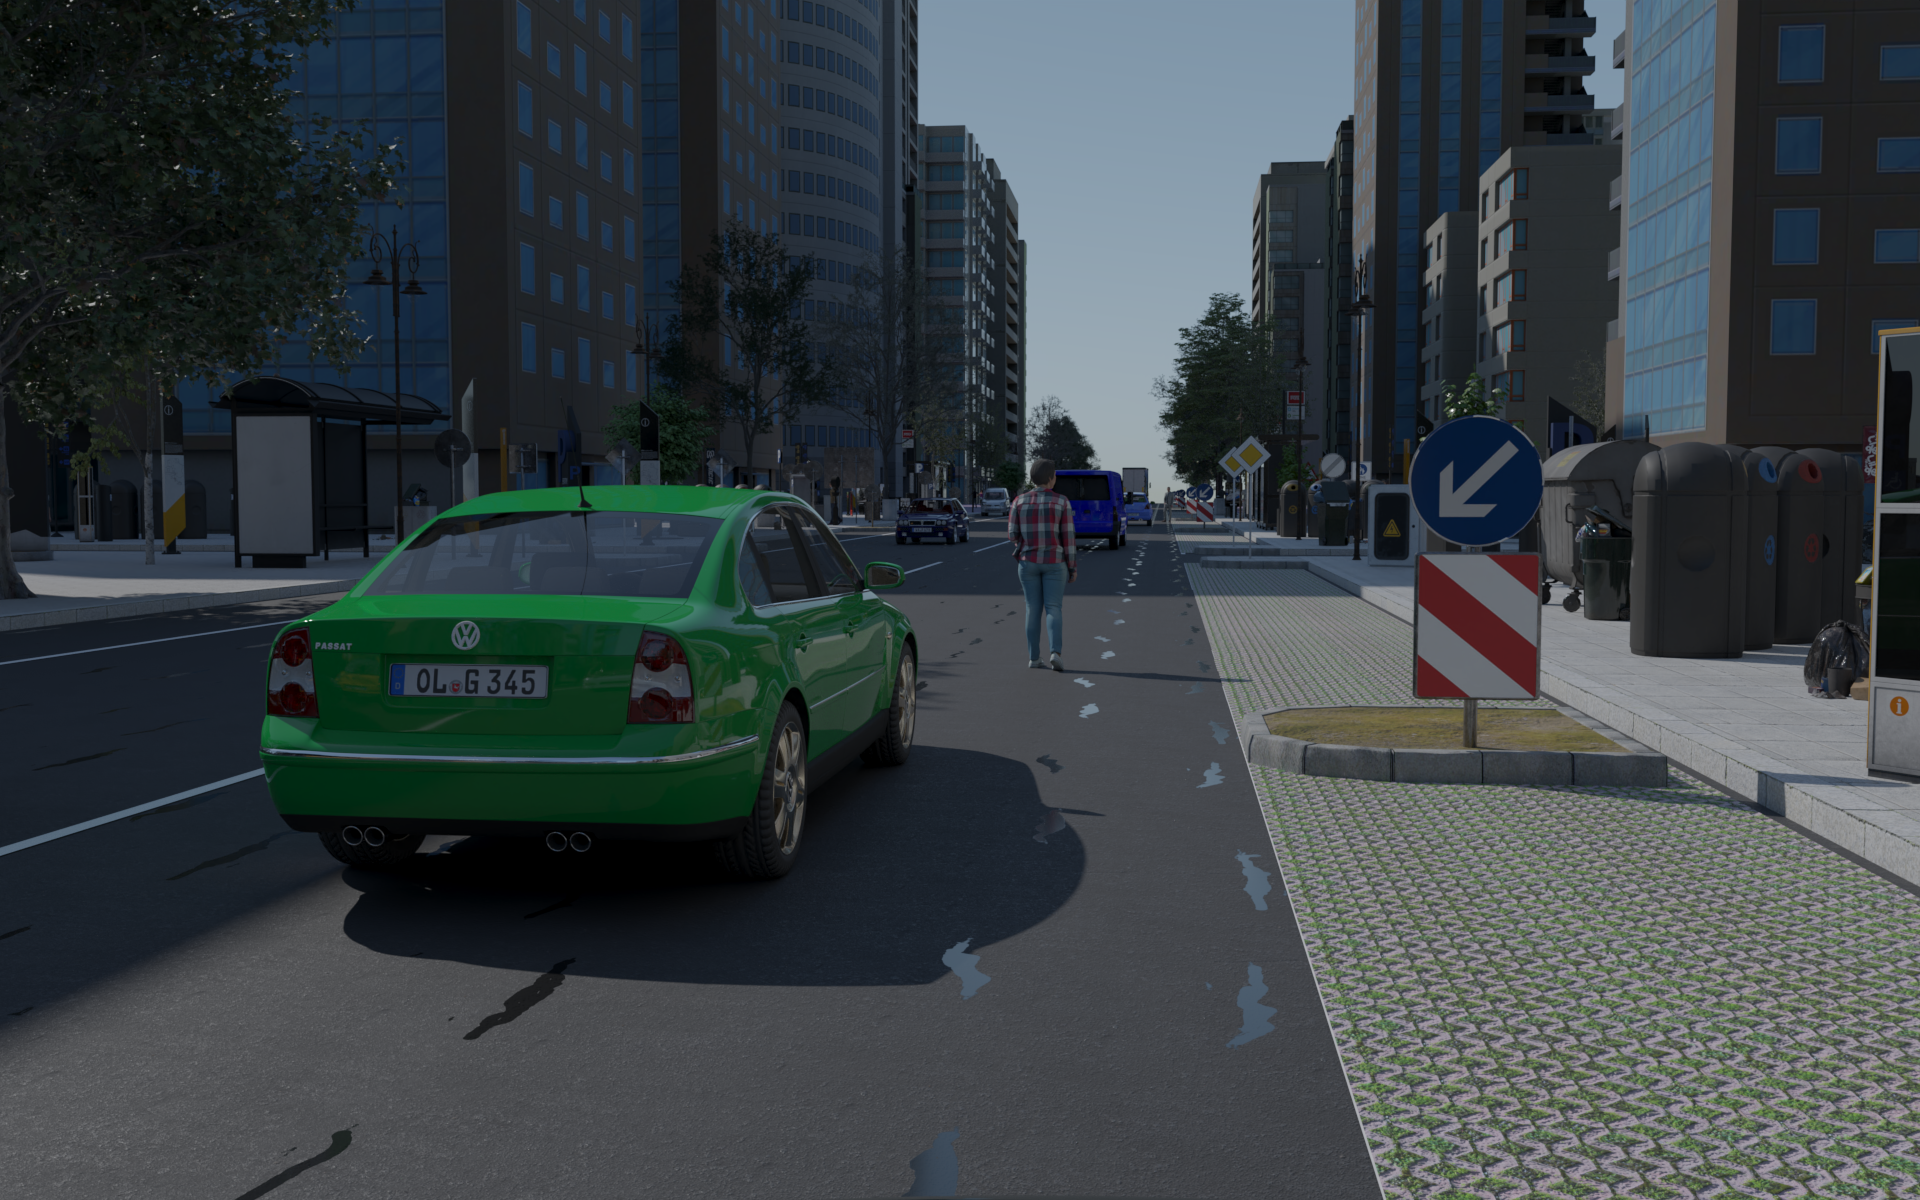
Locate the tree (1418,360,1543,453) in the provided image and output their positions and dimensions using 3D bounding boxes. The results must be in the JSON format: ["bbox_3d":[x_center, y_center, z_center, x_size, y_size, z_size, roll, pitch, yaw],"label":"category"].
[{"bbox_3d":[7.329,-1.866,25.103,1.663,3.219,1.824,0,3,0],"label":"tree"}]

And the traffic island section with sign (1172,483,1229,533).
[{"bbox_3d":[9.010,-3.427,64.665,1.989,1.847,2.006,0,4,7],"label":"traffic island section with sign"}]

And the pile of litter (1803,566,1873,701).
[{"bbox_3d":[6.233,0.172,11.159,1.719,0.858,1.176,0,4,-5],"label":"pile of litter"}]

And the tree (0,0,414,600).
[{"bbox_3d":[-11.817,-6.360,20.987,9.611,12.733,9.660,0,3,0],"label":"tree"}]

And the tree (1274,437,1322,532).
[{"bbox_3d":[11.234,-3.930,58.863,1.663,3.219,1.824,0,3,0],"label":"tree"}]

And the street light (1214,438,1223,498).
[{"bbox_3d":[18.190,-9.184,122.947,0.468,5.910,1.993,0,4,7],"label":"street light"}]

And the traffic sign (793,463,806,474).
[{"bbox_3d":[-6.561,-4.369,71.540,0.768,2.556,0.104,1,4,15],"label":"traffic sign"}]

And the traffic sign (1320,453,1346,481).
[{"bbox_3d":[11.662,-3.309,54.209,0.768,2.556,0.104,1,4,12],"label":"traffic sign"}]

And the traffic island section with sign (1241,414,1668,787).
[{"bbox_3d":[2.568,-0.051,9.462,1.989,1.847,2.006,0,4,7],"label":"traffic island section with sign"}]

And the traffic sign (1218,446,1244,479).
[{"bbox_3d":[6.692,-2.445,42.166,0.795,2.593,0.064,0,4,7],"label":"traffic sign"}]

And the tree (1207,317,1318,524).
[{"bbox_3d":[12.825,-7.497,72.935,4.360,8.622,3.978,0,3,0],"label":"tree"}]

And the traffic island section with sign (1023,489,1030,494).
[{"bbox_3d":[5.587,-8.226,143.122,1.989,1.847,2.006,0,4,7],"label":"traffic island section with sign"}]

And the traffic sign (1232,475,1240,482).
[{"bbox_3d":[18.472,-7.072,115.728,0.768,2.556,0.104,1,4,13],"label":"traffic sign"}]

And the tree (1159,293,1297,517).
[{"bbox_3d":[15.158,-10.998,97.945,7.486,12.596,7.792,0,3,0],"label":"tree"}]

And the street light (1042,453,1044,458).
[{"bbox_3d":[9.044,-13.238,189.224,0.468,5.910,1.993,0,4,7],"label":"street light"}]

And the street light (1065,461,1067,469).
[{"bbox_3d":[14.425,-16.107,236.135,0.468,5.910,1.993,0,4,7],"label":"street light"}]

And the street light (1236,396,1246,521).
[{"bbox_3d":[13.238,-6.656,81.611,0.468,5.910,1.993,0,4,7],"label":"street light"}]

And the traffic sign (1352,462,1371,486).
[{"bbox_3d":[12.658,-3.213,54.668,0.606,2.300,0.079,1,4,15],"label":"traffic sign"}]

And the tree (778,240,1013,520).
[{"bbox_3d":[-3.602,-10.639,84.311,12.009,13.543,11.850,0,3,0],"label":"tree"}]

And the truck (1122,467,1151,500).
[{"bbox_3d":[19.024,-12.116,187.010,2.839,4.237,11.283,1,4,8],"label":"truck"}]

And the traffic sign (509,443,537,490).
[{"bbox_3d":[-8.812,-2.006,34.925,0.606,2.300,0.079,1,4,13],"label":"traffic sign"}]

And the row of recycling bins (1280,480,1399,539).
[{"bbox_3d":[10.927,-2.664,50.677,3.534,1.692,1.069,3,5,44],"label":"row of recycling bins"}]

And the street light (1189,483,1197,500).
[{"bbox_3d":[27.957,-14.331,207.106,0.468,5.910,1.993,0,4,7],"label":"street light"}]

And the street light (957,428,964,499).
[{"bbox_3d":[-0.060,-8.526,112.183,0.468,5.910,1.993,0,4,7],"label":"street light"}]

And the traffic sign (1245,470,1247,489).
[{"bbox_3d":[16.124,-5.945,91.073,2.265,3.308,0.079,1,4,12],"label":"traffic sign"}]

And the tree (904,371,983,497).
[{"bbox_3d":[-1.241,-9.209,100.937,4.360,8.622,3.978,0,3,0],"label":"tree"}]

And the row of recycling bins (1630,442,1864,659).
[{"bbox_3d":[6.720,-0.469,14.775,3.534,1.692,1.069,-3,5,-45],"label":"row of recycling bins"}]

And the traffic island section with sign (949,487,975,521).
[{"bbox_3d":[-0.250,-5.176,93.260,1.989,1.847,2.006,0,4,7],"label":"traffic island section with sign"}]

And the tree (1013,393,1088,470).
[{"bbox_3d":[10.575,-18.368,210.687,12.009,13.543,11.850,0,3,0],"label":"tree"}]

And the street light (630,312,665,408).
[{"bbox_3d":[-7.948,-4.368,44.208,0.468,5.910,1.993,0,4,7],"label":"street light"}]

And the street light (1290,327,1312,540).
[{"bbox_3d":[9.456,-4.611,48.170,0.468,5.910,1.993,0,4,7],"label":"street light"}]

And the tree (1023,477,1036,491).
[{"bbox_3d":[7.136,-11.048,175.240,1.663,3.219,1.824,0,3,0],"label":"tree"}]

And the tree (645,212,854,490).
[{"bbox_3d":[-7.352,-7.587,58.466,8.767,10.594,7.601,3,4,37],"label":"tree"}]

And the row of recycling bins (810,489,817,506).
[{"bbox_3d":[-9.096,-5.934,104.137,1.069,1.692,3.534,0,4,-6],"label":"row of recycling bins"}]

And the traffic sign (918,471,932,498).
[{"bbox_3d":[-1.934,-5.829,95.414,0.768,2.556,0.104,1,4,14],"label":"traffic sign"}]

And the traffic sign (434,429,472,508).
[{"bbox_3d":[-9.907,-2.062,33.821,0.768,2.556,0.104,0,4,8],"label":"traffic sign"}]

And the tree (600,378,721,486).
[{"bbox_3d":[-8.537,-4.013,49.322,4.285,4.588,4.351,0,3,0],"label":"tree"}]

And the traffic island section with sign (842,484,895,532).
[{"bbox_3d":[-3.376,-3.539,66.486,1.989,1.847,2.006,0,4,7],"label":"traffic island section with sign"}]

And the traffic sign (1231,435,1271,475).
[{"bbox_3d":[5.765,-1.960,34.234,0.795,2.593,0.064,0,4,7],"label":"traffic sign"}]

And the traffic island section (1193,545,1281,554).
[{"bbox_3d":[6.716,-1.221,42.246,2.009,0.180,2.903,0,4,7],"label":"traffic island section"}]

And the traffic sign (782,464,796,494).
[{"bbox_3d":[-7.136,-4.458,73.000,0.768,2.556,0.104,0,4,8],"label":"traffic sign"}]

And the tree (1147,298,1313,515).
[{"bbox_3d":[16.702,-12.100,108.211,12.009,13.543,11.850,0,3,0],"label":"tree"}]

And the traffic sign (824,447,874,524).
[{"bbox_3d":[-4.828,-4.984,75.359,2.265,3.308,0.079,1,4,12],"label":"traffic sign"}]

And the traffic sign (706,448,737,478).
[{"bbox_3d":[-6.014,-2.537,43.666,0.795,2.593,0.064,0,4,7],"label":"traffic sign"}]

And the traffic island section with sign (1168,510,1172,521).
[{"bbox_3d":[12.187,-5.087,91.802,1.989,1.847,2.006,0,4,7],"label":"traffic island section with sign"}]

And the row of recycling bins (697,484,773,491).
[{"bbox_3d":[-9.638,-4.043,73.213,3.534,1.692,1.069,-2,4,-26],"label":"row of recycling bins"}]

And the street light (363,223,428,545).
[{"bbox_3d":[-9.686,-3.490,29.850,0.468,5.910,1.993,0,4,7],"label":"street light"}]

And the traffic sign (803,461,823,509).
[{"bbox_3d":[-5.572,-4.015,65.758,0.768,2.556,0.104,0,4,8],"label":"traffic sign"}]

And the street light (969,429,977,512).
[{"bbox_3d":[0.896,-9.058,120.887,0.468,5.910,1.993,0,4,7],"label":"street light"}]

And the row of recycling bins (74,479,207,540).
[{"bbox_3d":[-23.260,-2.573,49.177,3.534,1.692,1.069,-1,4,-11],"label":"row of recycling bins"}]

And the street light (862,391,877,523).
[{"bbox_3d":[-4.047,-6.413,77.636,0.468,5.910,1.993,0,4,7],"label":"street light"}]

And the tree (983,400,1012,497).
[{"bbox_3d":[2.079,-11.050,131.031,4.360,8.622,3.978,0,3,0],"label":"tree"}]

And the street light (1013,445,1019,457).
[{"bbox_3d":[5.027,-11.164,155.318,0.468,5.910,1.993,0,4,7],"label":"street light"}]

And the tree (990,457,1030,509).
[{"bbox_3d":[4.347,-10.172,150.023,4.285,4.588,4.351,0,3,0],"label":"tree"}]

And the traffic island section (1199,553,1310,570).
[{"bbox_3d":[5.789,-0.736,34.314,2.009,0.180,2.903,0,4,7],"label":"traffic island section"}]

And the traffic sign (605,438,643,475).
[{"bbox_3d":[-6.941,-2.052,35.734,0.795,2.593,0.064,0,4,7],"label":"traffic sign"}]

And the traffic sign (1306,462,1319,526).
[{"bbox_3d":[13.977,-4.255,69.575,0.884,2.594,0.081,1,4,13],"label":"traffic sign"}]

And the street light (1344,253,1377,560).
[{"bbox_3d":[7.711,-3.712,33.484,0.468,5.910,1.993,0,4,7],"label":"street light"}]
